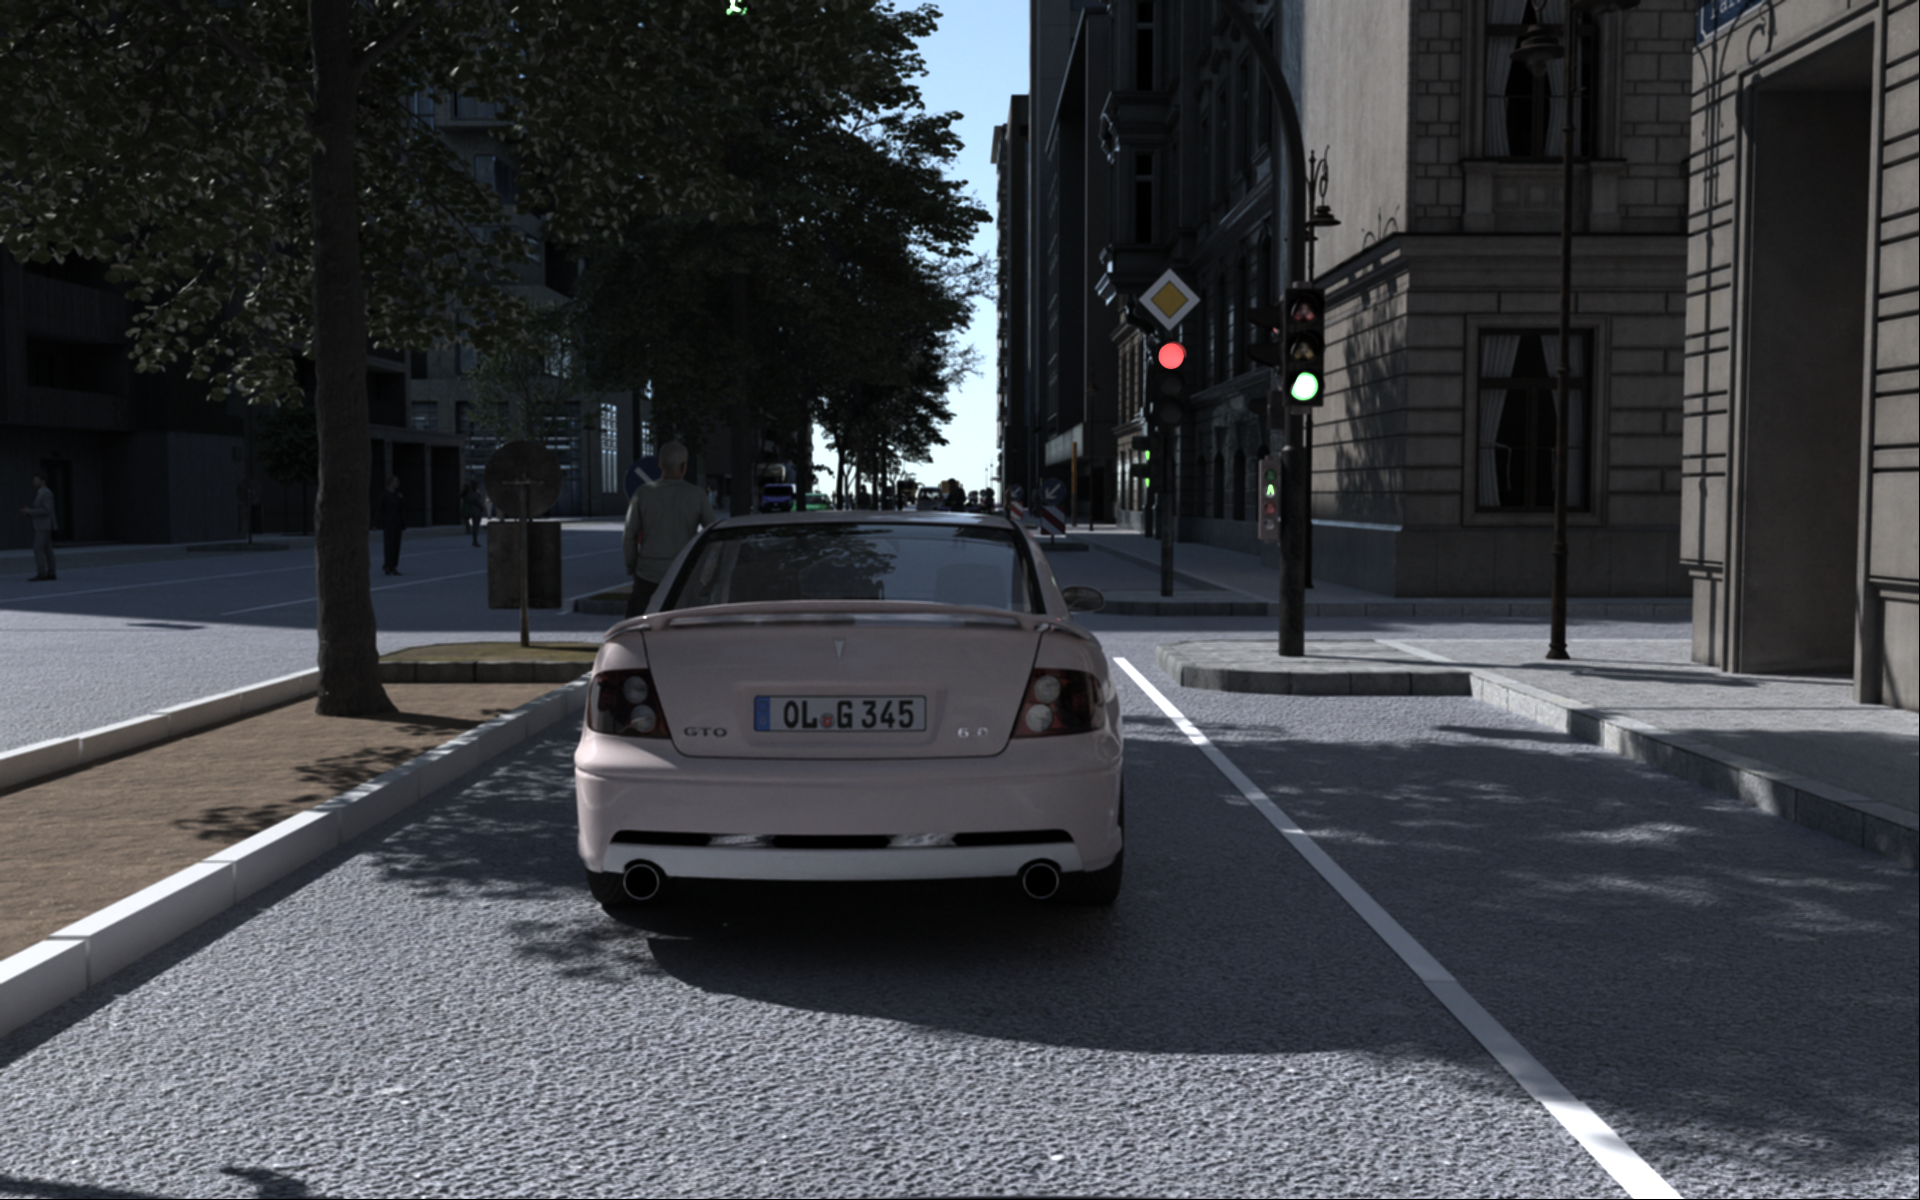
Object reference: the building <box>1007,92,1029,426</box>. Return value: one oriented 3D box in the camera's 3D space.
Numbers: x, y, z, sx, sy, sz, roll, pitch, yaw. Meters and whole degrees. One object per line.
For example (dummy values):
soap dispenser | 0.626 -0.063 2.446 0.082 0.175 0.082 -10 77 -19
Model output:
building | 12.285 -33.077 190.917 14.600 45.320 14.200 0 4 0

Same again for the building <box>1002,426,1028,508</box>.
building | 15.412 -51.562 155.712 22.319 86.520 31.000 0 4 0

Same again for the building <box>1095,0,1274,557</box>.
building | 11.274 -14.097 49.569 14.460 24.649 34.723 0 4 0

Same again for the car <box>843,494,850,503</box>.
car | -16.010 -14.142 243.219 2.014 1.417 4.499 0 4 1

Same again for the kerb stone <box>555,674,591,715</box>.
kerb stone | -2.603 0.645 11.694 0.120 0.150 1.000 0 4 0

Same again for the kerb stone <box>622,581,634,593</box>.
kerb stone | -4.749 -0.142 24.512 0.120 0.150 1.000 0 4 0

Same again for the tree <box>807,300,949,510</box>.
tree | -4.016 -9.301 80.280 9.928 11.665 9.643 0 3 0

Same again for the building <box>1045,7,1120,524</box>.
building | 11.916 -16.075 81.901 14.314 24.678 30.058 0 4 0

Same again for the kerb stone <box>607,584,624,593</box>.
kerb stone | -4.747 -0.077 23.485 0.120 0.150 1.000 0 4 0

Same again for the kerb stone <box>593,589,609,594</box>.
kerb stone | -4.741 -0.012 22.464 0.120 0.150 1.000 0 4 0

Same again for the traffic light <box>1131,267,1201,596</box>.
traffic light | 2.582 -2.002 21.654 0.839 4.253 0.868 0 4 0

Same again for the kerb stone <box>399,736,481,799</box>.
kerb stone | -2.594 0.832 8.617 0.120 0.150 1.000 0 4 0

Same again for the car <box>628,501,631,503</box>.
car | -14.998 -4.609 84.403 2.155 1.783 4.494 0 4 -1

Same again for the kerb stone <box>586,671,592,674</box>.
kerb stone | -2.616 0.582 12.716 0.120 0.150 1.000 0 4 0

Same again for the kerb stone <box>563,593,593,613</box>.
kerb stone | -4.741 0.046 21.441 0.120 0.150 1.000 0 4 0

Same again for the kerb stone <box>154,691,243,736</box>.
kerb stone | -4.697 0.705 10.668 0.120 0.150 1.000 0 4 0

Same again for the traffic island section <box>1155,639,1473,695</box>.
traffic island section | 2.647 0.520 13.783 2.009 0.180 2.903 0 4 0

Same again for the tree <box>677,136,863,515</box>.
tree | -4.093 -4.992 34.435 4.360 8.622 3.978 0 3 0

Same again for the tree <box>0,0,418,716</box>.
tree | -3.871 -5.500 10.502 7.486 12.596 7.792 0 3 0

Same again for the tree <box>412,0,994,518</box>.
tree | -3.369 -6.502 26.892 7.486 12.596 7.792 0 3 0

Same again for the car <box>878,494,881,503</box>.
car | -11.535 -14.324 242.987 1.959 1.807 4.718 0 4 -1

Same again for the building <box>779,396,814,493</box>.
building | -35.065 -24.012 237.628 27.650 21.520 28.899 0 4 0

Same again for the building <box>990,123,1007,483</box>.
building | 18.845 -39.919 241.918 28.713 52.752 27.495 0 4 0

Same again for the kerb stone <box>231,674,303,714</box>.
kerb stone | -4.701 0.643 11.691 0.120 0.150 1.000 0 4 0

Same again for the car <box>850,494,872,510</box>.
car | -7.319 -7.524 131.819 1.959 1.807 4.718 0 4 0

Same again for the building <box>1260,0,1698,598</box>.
building | 14.430 -9.843 25.555 19.286 19.102 10.561 0 4 0

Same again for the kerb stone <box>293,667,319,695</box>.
kerb stone | -4.709 0.580 12.713 0.120 0.150 1.000 0 4 0

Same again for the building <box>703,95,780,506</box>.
building | -31.670 -34.658 190.359 21.300 48.544 21.600 0 4 0

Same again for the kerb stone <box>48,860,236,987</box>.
kerb stone | -2.589 1.019 5.533 0.120 0.150 1.000 0 4 0

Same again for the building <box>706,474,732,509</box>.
building | -36.368 -28.220 153.273 32.217 40.220 23.993 0 4 0

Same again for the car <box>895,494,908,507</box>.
car | -6.887 -11.403 196.666 2.015 1.641 3.980 0 4 1

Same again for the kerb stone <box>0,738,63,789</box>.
kerb stone | -4.694 0.831 8.616 0.120 0.150 1.000 0 4 0

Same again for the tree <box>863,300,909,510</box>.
tree | -3.887 -6.529 59.564 4.360 8.622 3.978 0 3 0

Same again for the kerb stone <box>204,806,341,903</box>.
kerb stone | -2.594 0.956 6.559 0.120 0.150 1.000 0 4 0

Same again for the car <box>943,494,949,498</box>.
car | -0.611 -7.146 125.628 1.959 1.807 4.718 0 4 -1

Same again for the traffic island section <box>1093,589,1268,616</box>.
traffic island section | 2.622 0.031 21.768 2.009 0.180 2.903 0 4 0

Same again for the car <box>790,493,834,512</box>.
car | -6.817 -4.365 80.170 1.959 1.807 4.718 0 4 0

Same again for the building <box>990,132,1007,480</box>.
building | 15.739 -36.299 213.100 23.786 49.044 30.456 0 4 0

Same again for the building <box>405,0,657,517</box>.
building | -31.517 -48.788 110.348 22.319 86.520 31.000 0 4 0

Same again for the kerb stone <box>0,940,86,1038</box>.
kerb stone | -2.586 1.089 4.509 0.120 0.150 1.000 0 4 0

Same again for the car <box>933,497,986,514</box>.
car | -0.033 -3.093 63.147 1.945 1.354 3.894 0 4 1

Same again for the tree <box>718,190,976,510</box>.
tree | -3.767 -7.074 52.533 8.767 10.594 7.601 0 4 0

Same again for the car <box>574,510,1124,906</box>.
car | -0.372 0.303 7.415 2.083 1.381 4.827 0 4 0

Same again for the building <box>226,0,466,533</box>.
building | -30.682 -38.345 65.198 20.563 71.187 20.611 0 4 0

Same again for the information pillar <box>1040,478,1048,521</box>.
information pillar | 3.899 -4.644 80.427 0.304 2.012 0.304 0 4 -2

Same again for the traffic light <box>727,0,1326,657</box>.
traffic light | 0.515 -2.376 13.521 4.771 5.953 1.251 0 4 0

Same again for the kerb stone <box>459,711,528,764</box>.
kerb stone | -2.605 0.767 9.649 0.120 0.150 1.000 0 4 0

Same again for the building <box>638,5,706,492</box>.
building | -27.875 -27.564 134.265 14.154 41.232 14.086 0 4 0

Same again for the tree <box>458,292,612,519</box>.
tree | -21.486 -9.928 88.084 9.928 11.665 9.643 0 3 0

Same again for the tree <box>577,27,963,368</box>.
tree | -3.952 -7.934 42.556 12.009 13.543 11.850 0 3 0

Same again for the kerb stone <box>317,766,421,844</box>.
kerb stone | -2.587 0.894 7.584 0.120 0.150 1.000 0 4 0

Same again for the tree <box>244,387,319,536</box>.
tree | -20.354 -4.265 53.452 4.285 4.588 4.351 0 3 0

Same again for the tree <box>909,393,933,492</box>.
tree | -3.360 -8.244 87.604 4.360 8.622 3.978 0 3 0

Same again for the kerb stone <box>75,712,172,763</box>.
kerb stone | -4.694 0.776 9.647 0.120 0.150 1.000 0 4 0

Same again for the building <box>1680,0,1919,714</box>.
building | 10.580 -10.196 2.860 11.583 22.565 21.152 0 4 0

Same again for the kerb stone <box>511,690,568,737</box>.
kerb stone | -2.602 0.705 10.672 0.120 0.150 1.000 0 4 0

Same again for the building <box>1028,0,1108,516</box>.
building | 14.998 -34.903 112.658 21.231 58.520 28.212 0 4 0

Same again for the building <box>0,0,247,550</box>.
building | -27.155 -16.479 41.140 14.160 30.474 14.107 0 4 0
